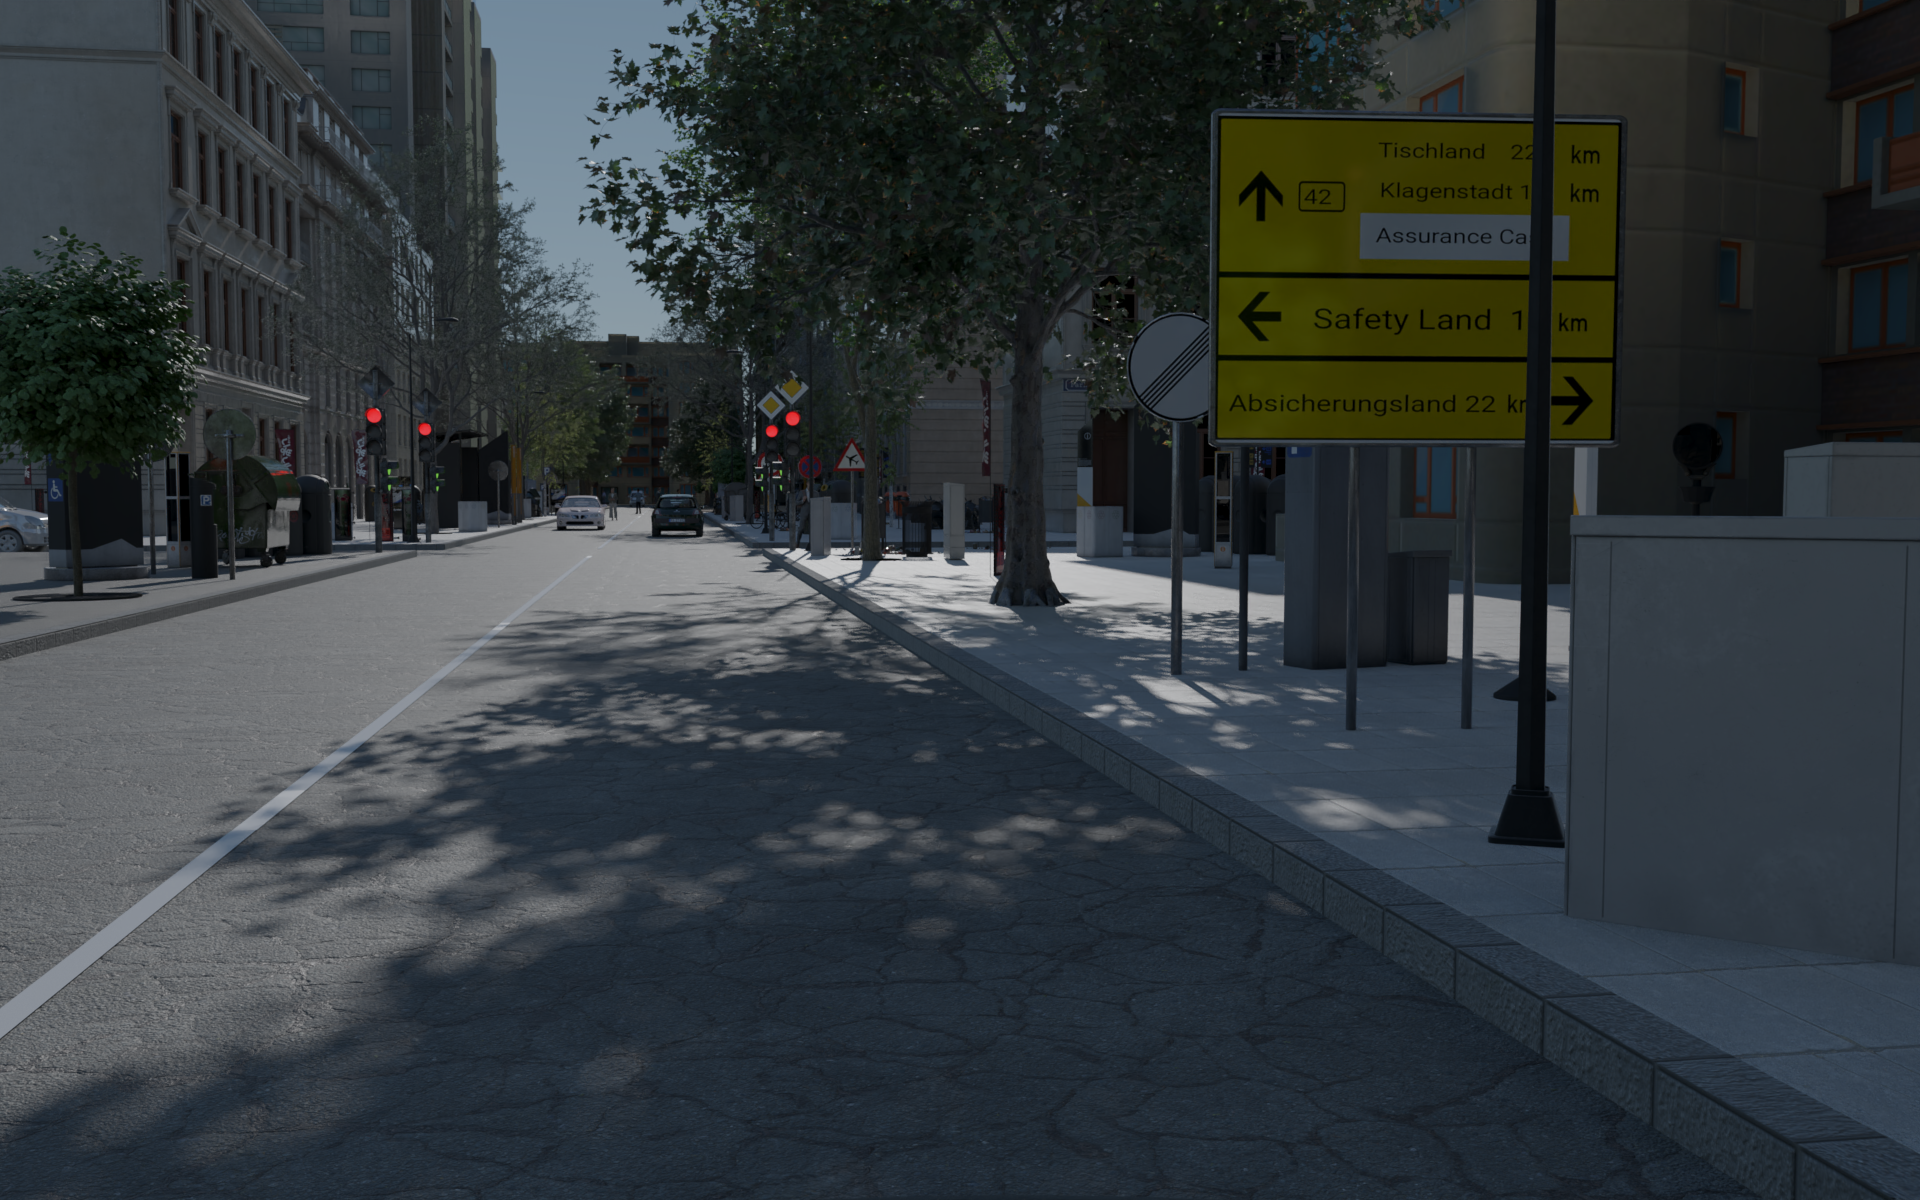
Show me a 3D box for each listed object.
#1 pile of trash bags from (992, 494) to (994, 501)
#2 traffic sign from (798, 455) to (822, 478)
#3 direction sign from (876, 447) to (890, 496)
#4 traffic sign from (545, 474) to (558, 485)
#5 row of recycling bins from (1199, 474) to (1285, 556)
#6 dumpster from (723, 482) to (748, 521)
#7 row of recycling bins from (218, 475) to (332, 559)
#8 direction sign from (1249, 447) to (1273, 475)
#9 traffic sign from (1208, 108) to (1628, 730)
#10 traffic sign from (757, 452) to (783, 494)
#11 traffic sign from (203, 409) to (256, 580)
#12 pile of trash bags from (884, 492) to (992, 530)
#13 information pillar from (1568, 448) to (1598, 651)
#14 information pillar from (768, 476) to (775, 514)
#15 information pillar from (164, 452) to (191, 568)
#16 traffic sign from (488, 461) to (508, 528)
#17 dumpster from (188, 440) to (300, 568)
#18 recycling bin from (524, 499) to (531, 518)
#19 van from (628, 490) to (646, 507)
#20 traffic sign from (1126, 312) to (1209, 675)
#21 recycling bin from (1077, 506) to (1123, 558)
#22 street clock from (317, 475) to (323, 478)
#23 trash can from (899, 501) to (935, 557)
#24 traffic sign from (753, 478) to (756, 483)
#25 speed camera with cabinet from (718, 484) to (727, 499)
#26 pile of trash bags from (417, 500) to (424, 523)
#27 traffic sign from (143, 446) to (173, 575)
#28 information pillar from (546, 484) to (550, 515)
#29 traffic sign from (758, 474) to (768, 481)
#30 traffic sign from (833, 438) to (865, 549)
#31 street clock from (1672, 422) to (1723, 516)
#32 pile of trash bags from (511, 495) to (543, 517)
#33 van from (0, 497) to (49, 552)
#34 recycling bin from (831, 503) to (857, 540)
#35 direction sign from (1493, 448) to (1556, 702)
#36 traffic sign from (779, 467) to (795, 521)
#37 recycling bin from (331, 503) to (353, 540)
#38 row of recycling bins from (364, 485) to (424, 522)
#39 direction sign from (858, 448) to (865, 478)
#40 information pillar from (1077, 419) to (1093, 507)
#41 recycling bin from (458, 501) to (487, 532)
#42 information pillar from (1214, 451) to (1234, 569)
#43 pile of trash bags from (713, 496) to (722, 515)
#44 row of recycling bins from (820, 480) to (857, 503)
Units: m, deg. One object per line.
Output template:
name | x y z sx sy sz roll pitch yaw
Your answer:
pile of trash bags | 0.339 -3.872 73.065 3.447 1.369 1.912 -1 4 -22
traffic sign | -4.890 -3.452 56.546 0.768 2.556 0.104 0 4 -5
direction sign | -3.816 -5.628 84.016 0.876 3.537 0.379 1 4 11
traffic sign | -24.628 -6.378 104.385 0.768 2.556 0.104 -1 4 -8
row of recycling bins | 6.184 -1.854 37.420 1.069 1.692 3.534 -2 4 -26
dumpster | -10.857 -4.794 84.145 1.264 1.857 1.865 -1 4 -10
row of recycling bins | -14.300 -1.744 35.625 1.069 1.692 3.534 1 4 17
direction sign | 8.860 -3.643 51.562 0.876 3.537 0.379 2 4 24
traffic sign | 2.451 -0.946 9.343 2.265 3.308 0.079 0 4 -4
traffic sign | -5.577 -3.115 51.031 0.768 2.556 0.104 0 4 0
traffic sign | -10.902 -1.576 25.875 0.768 2.556 0.104 0 4 -7
pile of trash bags | -0.894 -3.272 63.243 3.447 1.369 1.912 2 4 27
information pillar | 5.058 -1.383 13.966 0.183 3.616 0.504 0 4 8
information pillar | -7.259 -4.606 66.661 0.183 3.616 0.504 -2 4 -32
information pillar | -13.617 -1.571 30.174 0.304 2.012 0.304 1 4 20
traffic sign | -17.592 -4.029 65.985 0.768 2.556 0.104 0 4 -3
dumpster | -12.708 -1.730 30.785 1.502 2.255 1.985 -1 4 -9
recycling bin | -23.312 -4.866 92.113 0.722 1.027 0.722 2 4 33
van | -36.196 -11.449 194.206 2.013 2.044 4.112 -1 4 -10
traffic sign | 1.538 -0.742 12.240 0.768 2.556 0.104 0 4 -8
recycling bin | 2.853 -1.395 35.366 0.722 1.027 0.722 -2 4 -26
street clock | -24.991 -3.843 67.410 0.471 2.002 0.358 -2 4 -27
trash can | -0.880 -1.452 35.398 0.748 1.137 0.748 0 3 0
traffic sign | -13.908 -7.012 114.744 0.768 2.556 0.104 0 4 -1
speed camera with cabinet | -14.584 -7.190 111.890 2.038 3.252 0.660 1 4 19
pile of trash bags | -23.190 -4.039 75.784 1.912 1.369 3.447 -1 4 -20
traffic sign | -12.870 -1.679 27.557 0.768 2.556 0.104 0 4 -6
information pillar | -25.533 -6.270 107.003 0.304 2.012 0.304 -1 4 -17
traffic sign | -9.642 -5.232 85.552 0.884 2.594 0.081 0 4 -3
traffic sign | -2.498 -2.453 40.114 0.884 2.594 0.081 0 4 -4
street clock | 7.483 -0.798 17.611 0.471 2.002 0.358 2 4 25
pile of trash bags | -24.376 -5.256 95.683 1.912 1.369 3.447 0 4 5
van | -23.360 -2.050 40.537 4.112 2.044 2.013 0 4 -8
recycling bin | -3.313 -2.229 48.995 0.722 1.027 0.722 0 4 4
direction sign | 3.543 -1.148 10.763 0.876 3.537 0.379 -1 4 -11
traffic sign | -8.080 -4.939 80.853 0.768 2.556 0.104 0 4 -1
recycling bin | -17.460 -2.190 48.353 0.722 1.027 0.722 1 4 16
row of recycling bins | -26.169 -4.531 81.202 3.534 1.692 1.069 0 4 2
direction sign | -4.617 -5.694 85.088 0.876 3.537 0.379 -3 4 -37
information pillar | 3.875 -3.799 53.464 0.504 3.616 0.183 1 4 22
recycling bin | -16.640 -2.850 59.151 0.722 1.027 0.722 3 5 41
information pillar | 4.545 -1.550 29.828 0.304 2.012 0.304 1 4 13
pile of trash bags | -14.407 -6.005 107.927 1.912 1.369 3.447 0 4 -7
row of recycling bins | -3.600 -2.728 51.715 1.069 1.692 3.534 -1 4 -8
